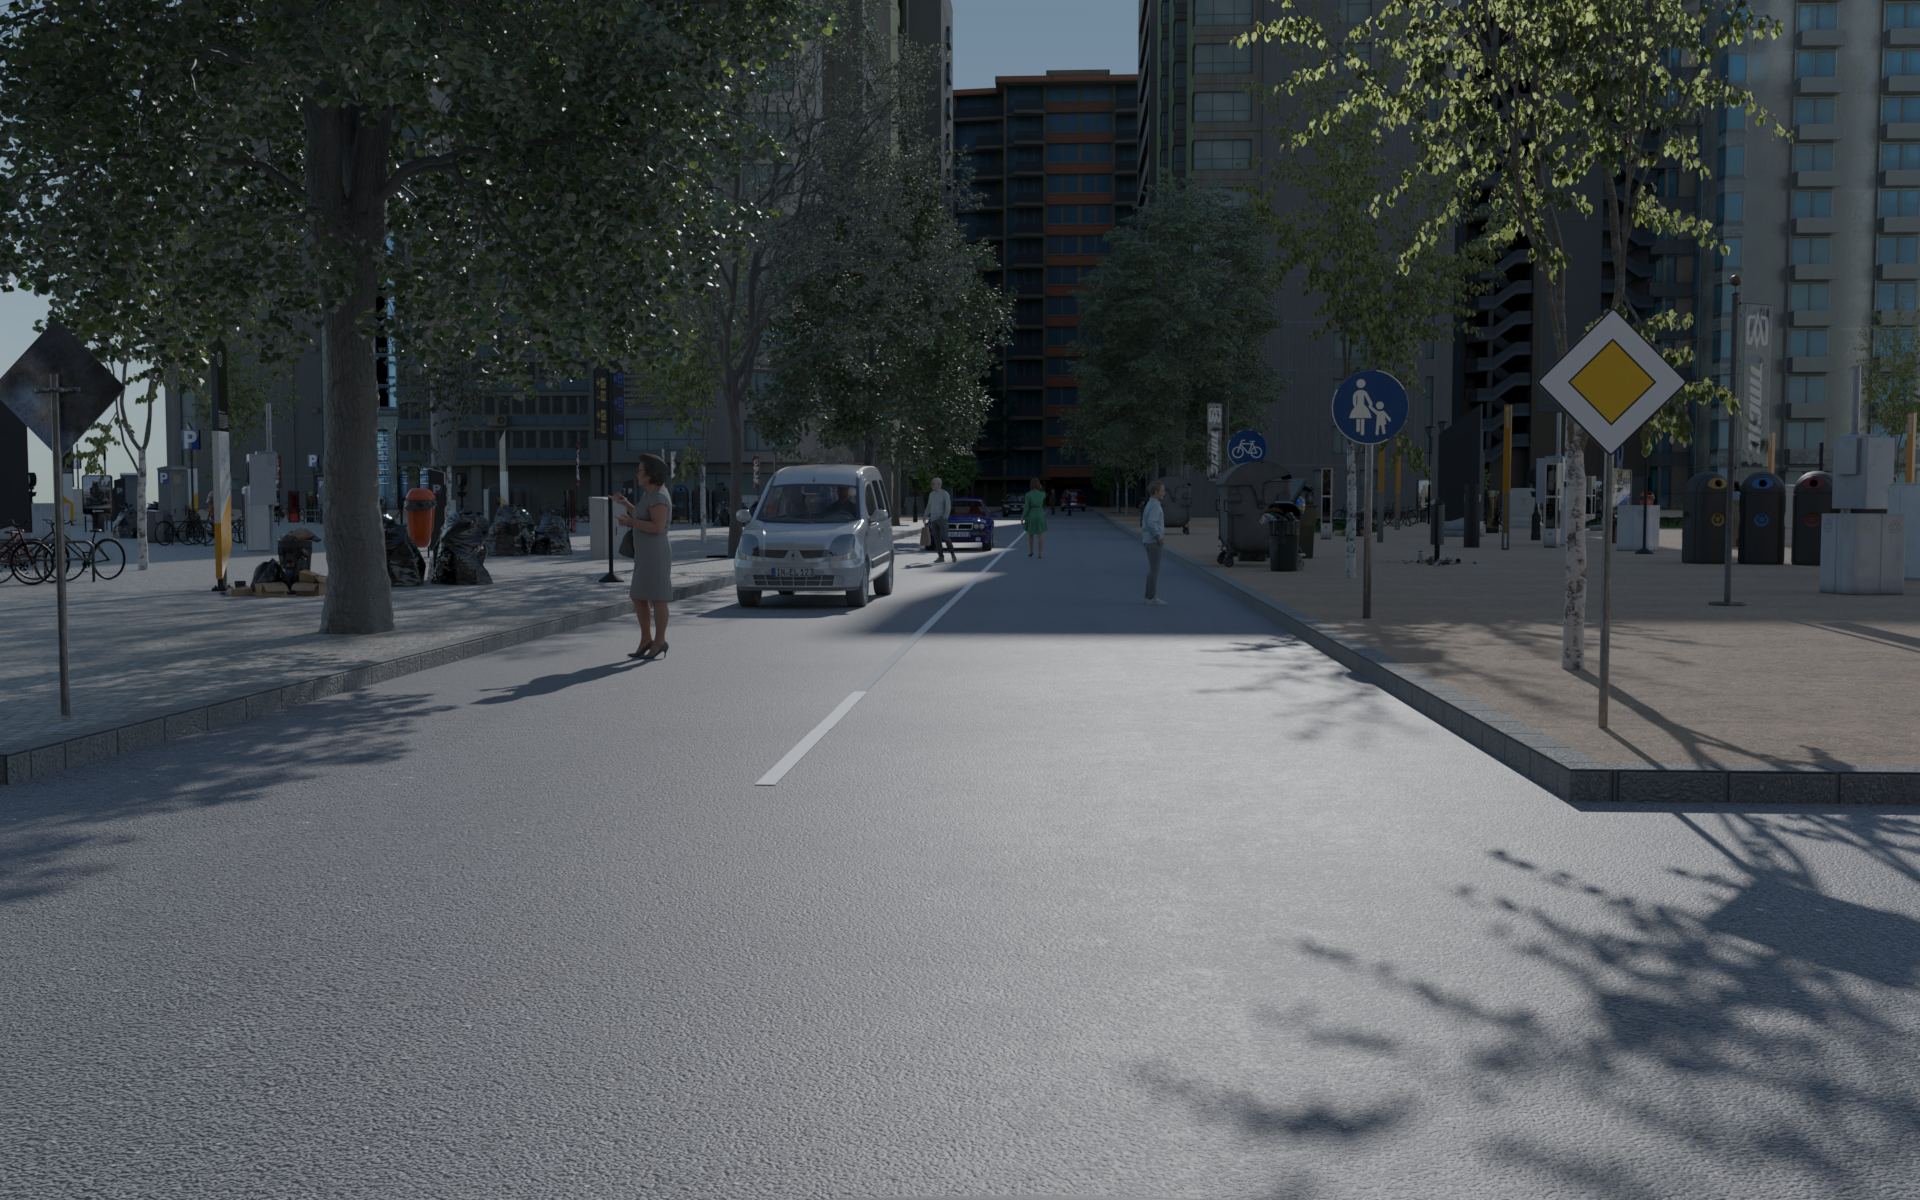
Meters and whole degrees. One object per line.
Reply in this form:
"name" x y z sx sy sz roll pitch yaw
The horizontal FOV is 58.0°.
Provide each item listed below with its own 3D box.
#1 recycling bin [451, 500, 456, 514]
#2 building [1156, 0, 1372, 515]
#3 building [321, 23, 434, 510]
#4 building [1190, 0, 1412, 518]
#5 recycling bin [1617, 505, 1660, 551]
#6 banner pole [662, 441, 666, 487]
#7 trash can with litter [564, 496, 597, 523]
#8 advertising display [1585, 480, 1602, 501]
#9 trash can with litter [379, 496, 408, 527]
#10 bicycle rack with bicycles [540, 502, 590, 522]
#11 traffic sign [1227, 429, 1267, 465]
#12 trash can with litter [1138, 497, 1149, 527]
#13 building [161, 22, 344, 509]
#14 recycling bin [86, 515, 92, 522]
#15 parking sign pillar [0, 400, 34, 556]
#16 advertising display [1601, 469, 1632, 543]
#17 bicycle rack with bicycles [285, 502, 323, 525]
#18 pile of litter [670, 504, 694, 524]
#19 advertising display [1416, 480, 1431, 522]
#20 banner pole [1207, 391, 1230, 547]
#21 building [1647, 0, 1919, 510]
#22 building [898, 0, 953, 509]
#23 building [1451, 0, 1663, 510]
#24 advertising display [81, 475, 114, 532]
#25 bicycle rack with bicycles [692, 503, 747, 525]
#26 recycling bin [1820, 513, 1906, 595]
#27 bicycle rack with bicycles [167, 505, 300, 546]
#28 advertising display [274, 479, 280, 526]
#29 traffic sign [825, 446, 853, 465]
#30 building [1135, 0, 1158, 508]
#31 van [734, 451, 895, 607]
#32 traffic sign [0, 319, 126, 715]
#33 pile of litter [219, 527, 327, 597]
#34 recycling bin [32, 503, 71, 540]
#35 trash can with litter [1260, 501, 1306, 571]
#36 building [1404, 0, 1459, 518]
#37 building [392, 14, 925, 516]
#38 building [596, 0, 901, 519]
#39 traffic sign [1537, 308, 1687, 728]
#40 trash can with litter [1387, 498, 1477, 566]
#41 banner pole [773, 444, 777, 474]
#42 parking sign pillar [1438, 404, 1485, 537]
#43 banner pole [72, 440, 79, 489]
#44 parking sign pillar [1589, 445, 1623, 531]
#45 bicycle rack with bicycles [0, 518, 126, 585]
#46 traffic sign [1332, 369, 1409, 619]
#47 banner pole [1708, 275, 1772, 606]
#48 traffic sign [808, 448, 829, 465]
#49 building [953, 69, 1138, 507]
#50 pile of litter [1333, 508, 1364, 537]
"recycling bin" -22.027 -3.778 74.329 0.722 1.027 0.722 -1 4 -18
"building" 21.334 -27.106 126.780 14.154 41.232 14.086 0 4 3
"building" -38.094 -51.033 147.059 31.000 86.520 22.319 0 4 3
"building" 20.497 -26.248 112.746 14.154 41.232 14.086 0 4 3
"recycling bin" 15.291 -1.620 39.043 0.722 1.027 0.722 3 5 41
"banner pole" -14.107 -5.663 82.605 0.401 3.779 0.863 -2 4 -24
"trash can with litter" -16.662 -4.062 77.475 2.233 1.210 1.678 2 4 23
"advertising display" 29.502 -4.628 80.877 0.974 1.923 0.123 2 4 31
"trash can with litter" -22.248 -3.447 67.413 2.233 1.210 1.678 0 4 5
"bicycle rack with bicycles" -18.034 -4.086 80.192 2.925 0.926 2.852 2 4 27
"traffic sign" 5.654 -2.084 34.182 0.768 2.556 0.104 0 4 5
"trash can with litter" 7.400 -3.376 66.579 1.055 1.170 0.624 2 4 25
"building" -60.759 -28.761 153.843 14.086 41.232 14.154 0 4 3
"recycling bin" -40.613 -4.187 81.017 0.722 1.027 0.722 -1 4 -15
"parking sign pillar" -20.404 -2.938 36.507 1.447 3.967 1.447 3 5 41
"advertising display" 17.155 -2.443 45.165 0.974 1.923 0.123 -2 4 -34
"bicycle rack with bicycles" -31.578 -4.099 80.398 2.852 0.926 2.925 2 4 27
"pile of litter" -12.252 -3.715 74.706 1.719 0.858 1.176 -2 4 -25
"advertising display" 20.946 -4.467 78.257 0.974 1.923 0.123 -3 5 -40
"banner pole" 6.285 -3.176 41.950 0.863 3.779 0.401 -2 4 -32
"building" 71.880 -31.912 141.366 30.456 49.044 23.786 0 4 3
"building" -11.769 -32.059 147.858 21.600 48.544 21.300 0 4 3
"building" 49.903 -30.452 147.996 14.200 45.320 14.600 0 4 3
"advertising display" -29.009 -3.245 58.275 0.974 1.923 0.123 0 4 -4
"bicycle rack with bicycles" -10.034 -3.597 72.198 2.852 0.926 2.925 0 4 -2
"recycling bin" 11.605 -0.595 22.280 0.722 1.027 0.722 0 4 -8
"bicycle rack with bicycles" -18.770 -1.846 43.571 2.852 0.926 2.925 3 5 42
"advertising display" -27.978 -3.961 69.971 0.974 1.923 0.123 -3 5 -41
"traffic sign" -3.185 -2.779 45.551 0.768 2.556 0.104 1 4 10
"building" 25.906 -31.851 144.468 21.300 48.544 21.600 0 4 3
"van" -1.896 -0.999 23.346 2.013 2.044 4.112 0 4 5
"traffic sign" -5.196 -0.389 10.001 0.795 2.450 0.064 0 4 3
"pile of litter" -8.494 -0.493 22.023 1.719 0.858 1.176 1 4 13
"recycling bin" -25.549 -2.211 48.707 0.722 1.027 0.722 0 4 6
"trash can with litter" 5.425 -1.076 28.983 0.624 1.170 1.055 1 4 23
"building" 19.837 -25.389 98.701 14.154 41.232 14.086 0 4 3
"building" -18.921 -25.681 111.764 32.217 40.220 23.993 0 4 3
"building" -10.844 -24.992 92.211 14.154 41.232 14.086 0 4 3
"traffic sign" 3.531 -0.356 9.458 0.795 2.450 0.064 0 4 3
"trash can with litter" 8.641 -1.272 31.849 1.678 1.210 2.233 1 4 19
"banner pole" -6.824 -4.516 63.861 0.401 3.779 0.863 0 4 3
"parking sign pillar" 15.159 -3.910 52.397 1.447 3.967 1.447 3 4 36
"banner pole" -40.536 -5.449 79.112 0.863 3.779 0.401 -2 4 -35
"parking sign pillar" 22.717 -4.392 60.285 1.447 3.967 1.447 2 4 32
"bicycle rack with bicycles" -13.630 -0.718 25.117 2.852 0.926 2.925 3 5 43
"traffic sign" 4.199 -1.082 17.798 0.768 2.556 0.104 1 4 11
"banner pole" 9.068 -1.834 19.997 0.863 3.779 0.401 -2 4 -27
"traffic sign" -3.815 -2.902 47.558 0.768 2.556 0.104 1 4 9
"building" 11.576 -32.248 181.871 28.867 44.769 22.147 0 4 3
"pile of litter" 11.993 -2.384 52.939 1.176 0.858 1.719 1 4 21
